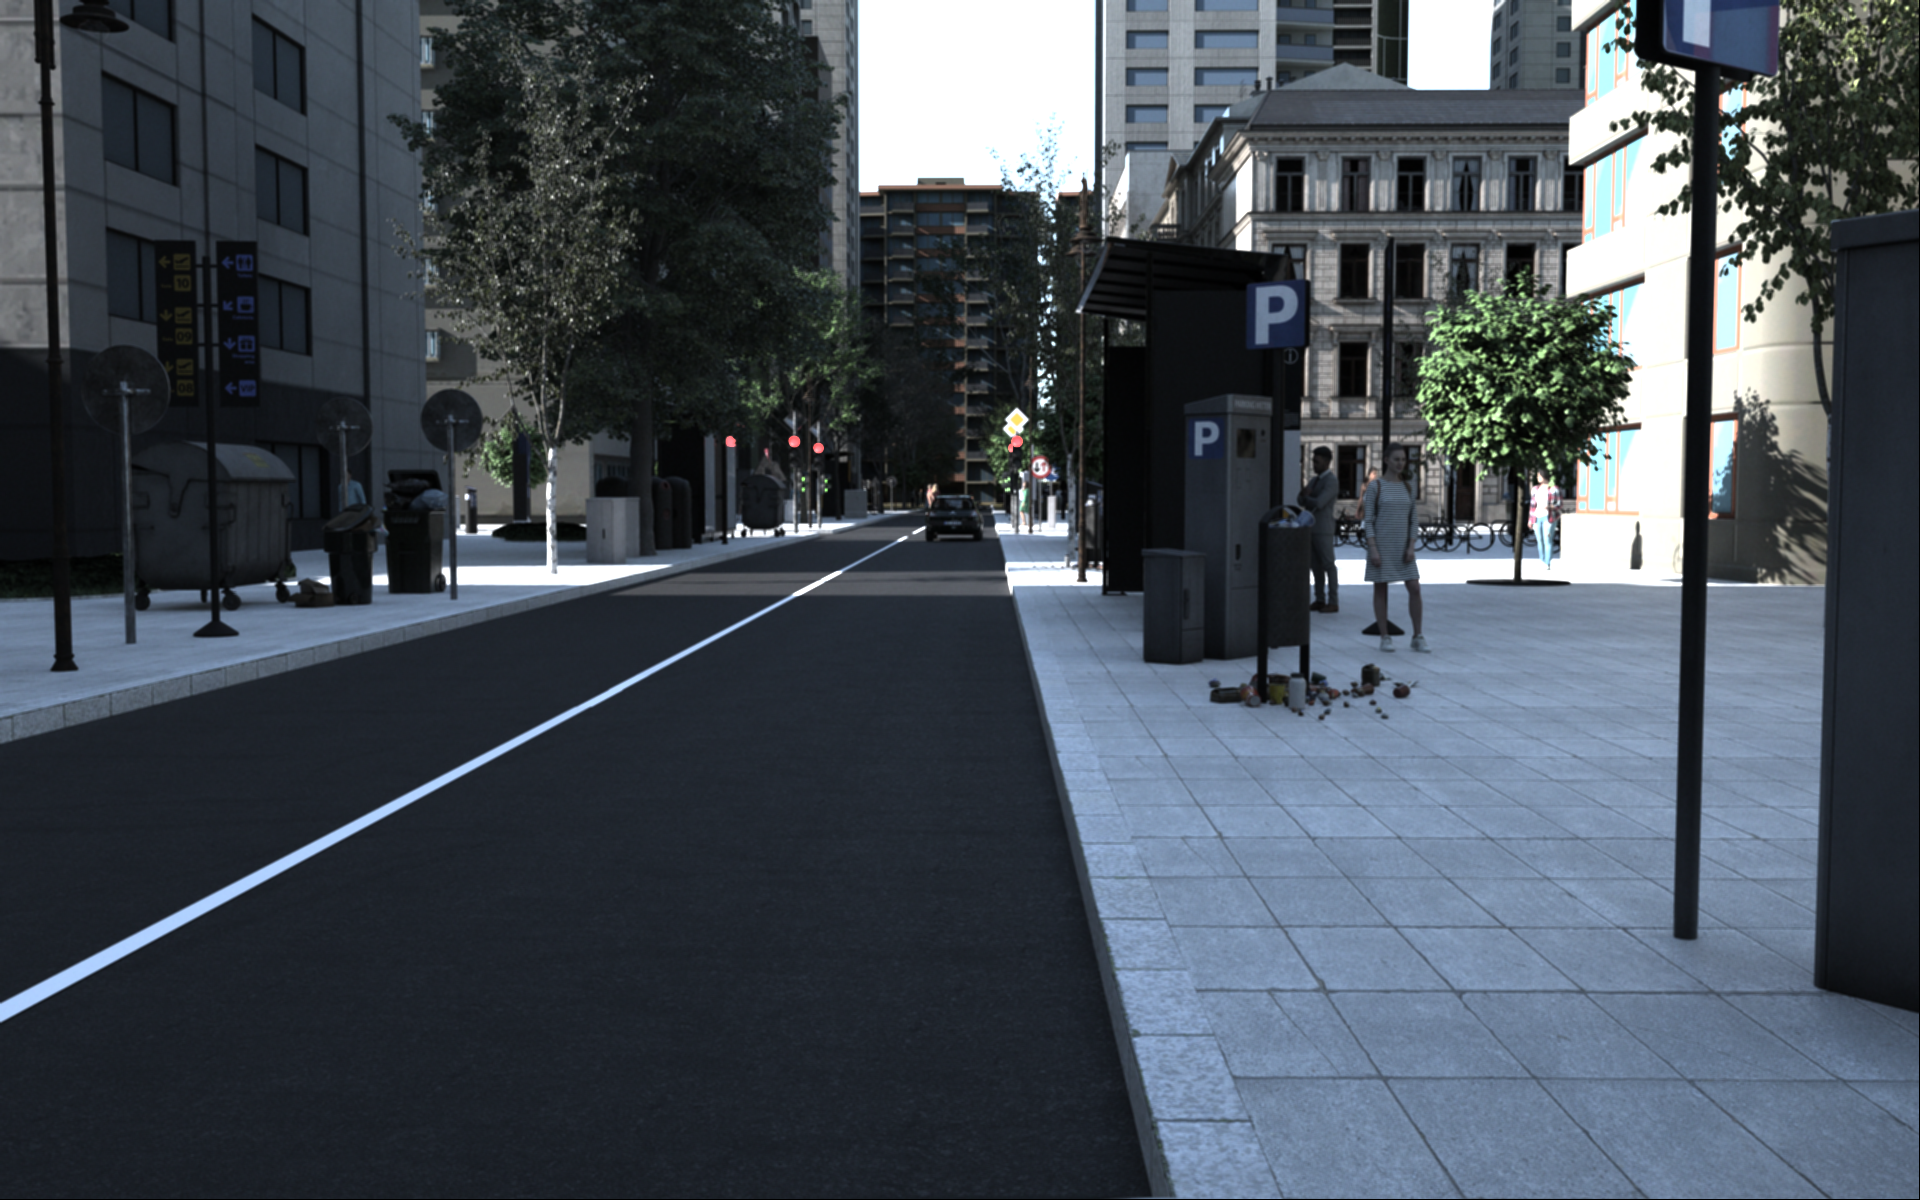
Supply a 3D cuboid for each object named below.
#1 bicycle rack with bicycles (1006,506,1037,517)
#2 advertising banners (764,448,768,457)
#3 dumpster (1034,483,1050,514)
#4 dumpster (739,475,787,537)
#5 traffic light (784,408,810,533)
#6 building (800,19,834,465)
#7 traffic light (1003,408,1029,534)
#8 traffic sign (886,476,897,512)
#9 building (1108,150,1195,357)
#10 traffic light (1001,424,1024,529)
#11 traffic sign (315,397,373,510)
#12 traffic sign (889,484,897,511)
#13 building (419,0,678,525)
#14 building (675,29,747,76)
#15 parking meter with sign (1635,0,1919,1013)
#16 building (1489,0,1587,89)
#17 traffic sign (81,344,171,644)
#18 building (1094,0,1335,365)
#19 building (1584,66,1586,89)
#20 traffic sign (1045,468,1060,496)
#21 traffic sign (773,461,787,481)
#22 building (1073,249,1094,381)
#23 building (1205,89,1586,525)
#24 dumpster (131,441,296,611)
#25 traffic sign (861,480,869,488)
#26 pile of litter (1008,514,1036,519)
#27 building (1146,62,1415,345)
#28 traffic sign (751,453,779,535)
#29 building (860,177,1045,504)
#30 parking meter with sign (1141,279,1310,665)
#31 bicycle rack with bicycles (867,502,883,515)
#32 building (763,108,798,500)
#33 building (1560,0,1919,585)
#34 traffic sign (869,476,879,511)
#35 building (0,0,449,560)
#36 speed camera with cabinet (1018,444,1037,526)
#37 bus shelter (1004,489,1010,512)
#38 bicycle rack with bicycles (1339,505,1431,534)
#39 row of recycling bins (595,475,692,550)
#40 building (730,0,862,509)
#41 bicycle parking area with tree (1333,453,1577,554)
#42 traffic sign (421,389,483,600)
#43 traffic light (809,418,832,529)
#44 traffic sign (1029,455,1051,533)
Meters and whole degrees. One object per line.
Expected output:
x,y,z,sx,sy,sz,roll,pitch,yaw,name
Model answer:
4.034,-5.147,97.533,2.925,0.926,2.852,-2,4,-29,bicycle rack with bicycles
-7.670,-4.323,66.864,0.090,3.025,2.074,-1,4,-21,advertising banners
4.286,-5.220,91.110,1.264,1.857,1.865,0,4,1,dumpster
-5.937,-2.836,52.129,1.264,1.857,1.865,0,4,1,dumpster
-5.333,-4.125,56.361,0.839,4.253,0.868,0,4,1,traffic light
-19.831,-31.654,167.657,14.600,45.320,14.200,0,4,1,building
1.827,-4.119,56.262,0.839,4.253,0.868,0,4,1,traffic light
-4.817,-7.456,122.013,0.768,2.556,0.104,0,4,7,traffic sign
17.707,-19.031,129.182,12.078,24.808,19.932,0,4,1,building
1.956,-4.607,64.246,0.839,4.253,0.868,0,4,1,traffic light
-8.128,-1.392,22.864,0.768,2.556,0.104,0,4,2,traffic sign
-5.080,-7.927,129.711,0.768,2.556,0.104,0,4,4,traffic sign
-25.988,-28.018,81.794,21.300,48.544,21.600,0,4,1,building
-20.437,-20.573,108.065,14.160,30.474,14.107,0,4,1,building
2.552,-0.488,4.232,0.543,3.016,1.738,-2,4,-33,parking meter with sign
70.228,-46.300,195.251,20.611,71.187,20.563,0,4,1,building
-7.118,-0.898,14.791,0.768,2.556,0.104,0,4,2,traffic sign
22.612,-37.584,156.490,21.231,58.520,28.212,0,4,1,building
49.035,-16.840,79.854,34.151,26.468,19.350,0,4,1,building
3.580,-4.147,67.906,0.768,2.556,0.104,0,4,6,traffic sign
-7.268,-4.176,68.285,0.884,2.594,0.081,1,4,9,traffic sign
19.924,-26.205,200.147,14.160,30.474,14.107,0,4,1,building
21.172,-12.985,76.933,19.286,19.102,10.561,0,4,1,building
-8.508,-0.852,19.694,1.264,1.857,1.865,0,4,1,dumpster
-6.826,-7.498,124.721,0.606,2.300,0.079,1,4,8,traffic sign
3.388,-4.585,88.927,1.719,0.858,1.176,2,4,25,pile of litter
18.227,-17.282,101.653,14.460,24.649,34.723,0,4,1,building
-6.119,-3.318,54.247,0.884,2.594,0.081,0,4,8,traffic sign
-3.287,-35.923,241.972,28.867,44.769,22.147,0,4,1,building
2.085,-1.063,13.647,0.543,3.016,1.738,3,5,39,parking meter with sign
-6.084,-5.733,107.109,2.925,0.926,2.852,-1,4,-20,bicycle rack with bicycles
-20.073,-21.922,130.128,14.160,30.474,14.107,0,4,1,building
25.134,-10.578,17.997,27.650,21.520,28.899,0,4,1,building
-6.002,-7.491,122.484,0.884,2.594,0.081,0,4,6,traffic sign
-25.014,-36.658,37.609,20.611,71.187,20.563,0,4,1,building
2.589,-4.606,69.648,0.660,3.252,2.038,-1,4,-9,speed camera with cabinet
3.981,-8.758,120.820,2.179,5.291,8.768,0,4,1,bus shelter
13.812,-2.581,55.589,2.852,0.926,2.925,-1,4,-14,bicycle rack with bicycles
-7.246,-1.987,39.602,1.069,1.692,3.534,1,4,19,row of recycling bins
-22.275,-46.396,196.819,20.611,71.187,20.563,0,4,1,building
12.410,-3.277,40.586,9.016,4.147,8.231,1,4,14,bicycle parking area with tree
-6.154,-1.277,20.982,0.768,2.556,0.104,0,4,4,traffic sign
-5.204,-4.613,64.345,0.839,4.253,0.868,0,4,1,traffic light
2.649,-3.487,57.114,0.768,2.556,0.104,0,4,4,traffic sign
